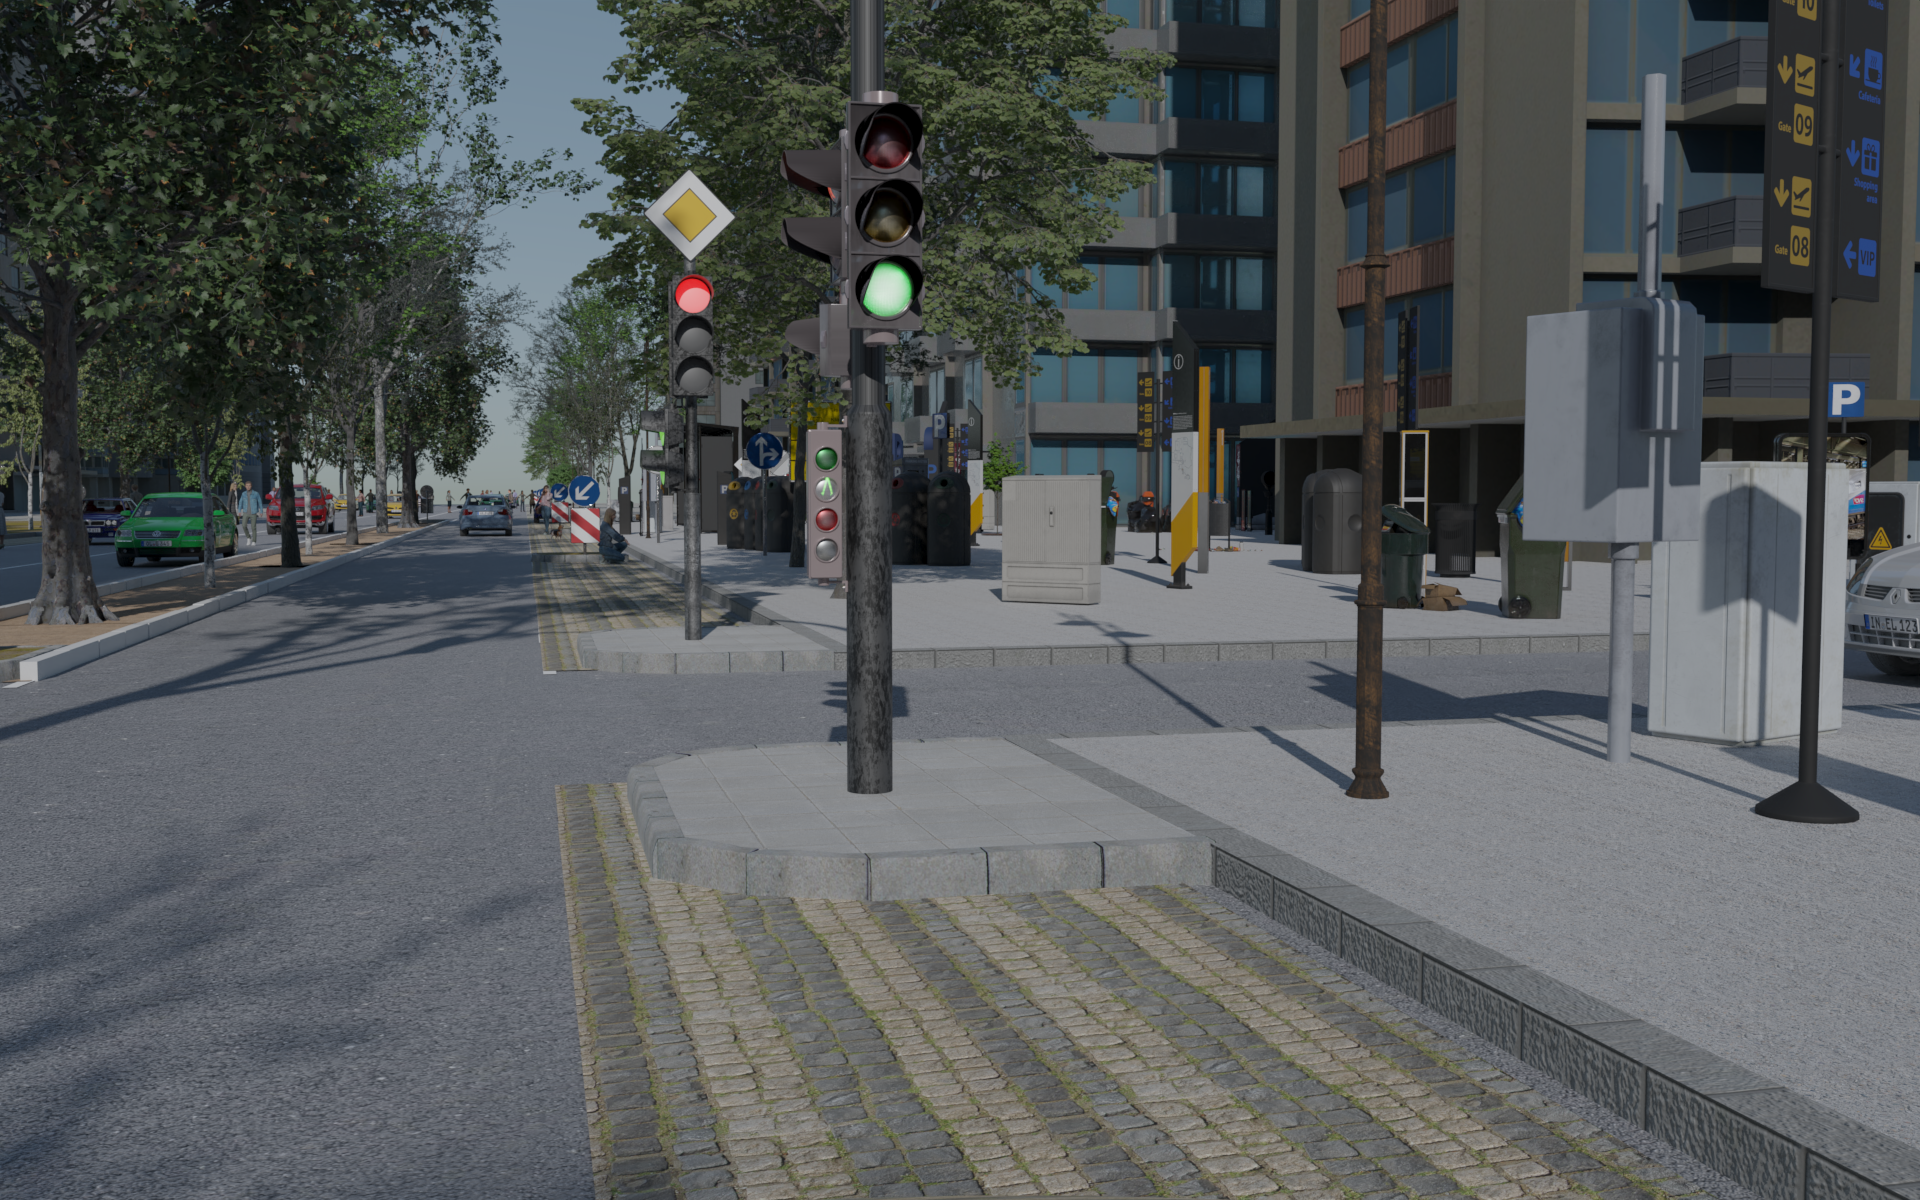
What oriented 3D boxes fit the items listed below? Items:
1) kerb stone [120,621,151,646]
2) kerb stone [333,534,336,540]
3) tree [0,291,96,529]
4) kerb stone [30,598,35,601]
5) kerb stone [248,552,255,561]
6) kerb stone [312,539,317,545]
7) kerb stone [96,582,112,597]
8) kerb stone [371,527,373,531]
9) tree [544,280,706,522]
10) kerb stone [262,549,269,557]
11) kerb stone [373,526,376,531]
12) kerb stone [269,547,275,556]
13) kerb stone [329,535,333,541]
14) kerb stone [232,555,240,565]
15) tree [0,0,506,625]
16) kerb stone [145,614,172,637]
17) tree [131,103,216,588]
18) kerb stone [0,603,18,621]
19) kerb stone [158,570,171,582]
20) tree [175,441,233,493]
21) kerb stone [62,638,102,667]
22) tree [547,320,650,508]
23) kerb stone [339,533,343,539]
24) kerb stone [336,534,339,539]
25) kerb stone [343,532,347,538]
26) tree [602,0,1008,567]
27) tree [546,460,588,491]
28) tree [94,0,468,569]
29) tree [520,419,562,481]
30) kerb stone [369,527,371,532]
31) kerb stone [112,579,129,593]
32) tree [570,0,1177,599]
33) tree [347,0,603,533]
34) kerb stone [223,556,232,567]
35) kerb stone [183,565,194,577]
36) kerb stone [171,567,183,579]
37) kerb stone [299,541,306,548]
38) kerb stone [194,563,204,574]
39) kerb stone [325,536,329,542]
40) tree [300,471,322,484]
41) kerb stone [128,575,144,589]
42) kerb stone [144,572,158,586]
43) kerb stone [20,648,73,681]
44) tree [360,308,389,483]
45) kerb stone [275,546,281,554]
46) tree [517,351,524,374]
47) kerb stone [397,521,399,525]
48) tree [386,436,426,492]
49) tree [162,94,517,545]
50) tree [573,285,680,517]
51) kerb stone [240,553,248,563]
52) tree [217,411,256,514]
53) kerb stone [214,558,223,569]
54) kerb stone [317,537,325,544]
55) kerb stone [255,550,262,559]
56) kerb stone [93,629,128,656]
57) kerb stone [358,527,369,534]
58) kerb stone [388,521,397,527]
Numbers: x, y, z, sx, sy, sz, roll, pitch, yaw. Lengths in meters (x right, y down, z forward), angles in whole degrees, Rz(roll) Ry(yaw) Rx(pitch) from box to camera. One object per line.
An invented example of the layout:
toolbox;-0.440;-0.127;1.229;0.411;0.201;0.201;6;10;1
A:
kerb stone;-8.000;0.336;16.702;0.120;0.150;1.000;-1;4;-14
kerb stone;-19.275;-1.883;52.977;0.120;0.150;1.000;-1;4;-14
tree;-33.814;-6.888;62.979;4.737;8.622;4.395;0;3;0
kerb stone;-11.273;0.064;21.149;0.120;0.150;1.000;-1;4;-14
kerb stone;-15.277;-0.909;37.069;0.120;0.150;1.000;-1;4;-14
kerb stone;-18.028;-1.579;48.012;0.120;0.150;1.000;-1;4;-14
kerb stone;-12.027;-0.118;24.131;0.120;0.150;1.000;-1;4;-14
kerb stone;-22.528;-2.674;65.921;0.120;0.150;1.000;-1;4;-14
tree;-15.236;-9.410;79.612;9.928;11.665;9.643;0;3;0
kerb stone;-15.779;-1.027;39.052;0.120;0.150;1.000;-1;4;-14
kerb stone;-22.780;-2.732;66.916;0.120;0.150;1.000;-1;4;-14
kerb stone;-16.027;-1.090;40.056;0.120;0.150;1.000;-1;4;-14
kerb stone;-19.020;-1.818;51.985;0.120;0.150;1.000;-1;4;-14
kerb stone;-14.778;-0.783;35.084;0.120;0.150;1.000;-1;4;-14
tree;-9.911;-6.076;18.801;9.611;12.733;9.660;0;3;0
kerb stone;-8.242;0.276;17.697;0.120;0.150;1.000;-1;4;-14
tree;-11.334;-4.467;25.861;4.360;8.622;3.978;0;3;0
kerb stone;-11.025;0.130;20.152;0.120;0.150;1.000;-1;4;-14
kerb stone;-13.028;-0.363;28.127;0.120;0.150;1.000;-1;4;-14
tree;-41.876;-6.872;96.070;4.285;4.588;4.351;0;3;0
kerb stone;-7.501;0.458;14.715;0.120;0.150;1.000;-1;4;-14
tree;-14.983;-7.472;72.522;4.360;8.622;3.978;0;3;0
kerb stone;-19.783;-2.005;54.976;0.120;0.150;1.000;-1;4;-14
kerb stone;-19.537;-1.944;53.978;0.120;0.150;1.000;-1;4;-14
kerb stone;-20.024;-2.067;55.985;0.120;0.150;1.000;-1;4;-14
tree;-2.546;-5.861;30.248;7.601;10.594;8.767;-2;4;-25
tree;-42.176;-12.224;183.581;4.285;4.588;4.351;0;3;0
tree;-13.147;-6.436;33.434;9.928;11.665;9.643;0;3;0
tree;-55.429;-19.298;233.652;7.486;12.596;7.792;0;3;0
kerb stone;-22.281;-2.614;64.929;0.120;0.150;1.000;-1;4;-14
kerb stone;-12.280;-0.176;25.138;0.120;0.150;1.000;-1;4;-14
tree;-0.971;-6.303;21.183;7.486;12.596;7.792;0;3;0
tree;-19.527;-12.429;61.566;12.611;20.169;13.585;0;3;0
kerb stone;-14.530;-0.727;34.087;0.120;0.150;1.000;-1;4;-14
kerb stone;-13.520;-0.484;30.117;0.120;0.150;1.000;-1;4;-14
kerb stone;-13.276;-0.422;29.120;0.120;0.150;1.000;-1;4;-14
kerb stone;-17.785;-1.518;47.016;0.120;0.150;1.000;-1;4;-14
kerb stone;-13.780;-0.545;31.109;0.120;0.150;1.000;-1;4;-14
kerb stone;-18.778;-1.758;50.985;0.120;0.150;1.000;-1;4;-14
tree;-53.719;-9.121;143.723;1.663;3.219;1.824;0;3;0
kerb stone;-12.526;-0.241;26.134;0.120;0.150;1.000;-1;4;-14
kerb stone;-12.770;-0.302;27.129;0.120;0.150;1.000;-1;4;-14
kerb stone;-7.242;0.518;13.727;0.120;0.150;1.000;-1;4;-14
tree;-15.315;-5.360;40.461;4.360;8.622;3.978;0;3;0
kerb stone;-16.274;-1.150;41.048;0.120;0.150;1.000;-1;4;-14
tree;-23.241;-9.359;72.486;9.611;12.733;9.660;0;3;0
kerb stone;-25.777;-3.465;78.855;0.120;0.150;1.000;-1;4;-14
tree;-76.927;-18.539;237.524;7.601;10.594;8.767;-2;4;-32
tree;-17.139;-8.291;48.380;12.009;13.543;11.850;0;3;0
tree;-21.251;-11.518;98.683;12.009;13.543;11.850;0;3;0
kerb stone;-15.028;-0.849;36.074;0.120;0.150;1.000;-1;4;-14
tree;-47.148;-9.890;112.066;4.737;8.622;4.395;0;3;0
kerb stone;-14.276;-0.667;33.095;0.120;0.150;1.000;-1;4;-14
kerb stone;-18.521;-1.697;49.996;0.120;0.150;1.000;-1;4;-14
kerb stone;-15.534;-0.963;38.058;0.120;0.150;1.000;-1;4;-14
kerb stone;-7.748;0.399;15.707;0.120;0.150;1.000;-1;4;-14
kerb stone;-22.029;-2.552;63.935;0.120;0.150;1.000;-1;4;-14
kerb stone;-25.533;-3.404;77.860;0.120;0.150;1.000;-1;4;-14
